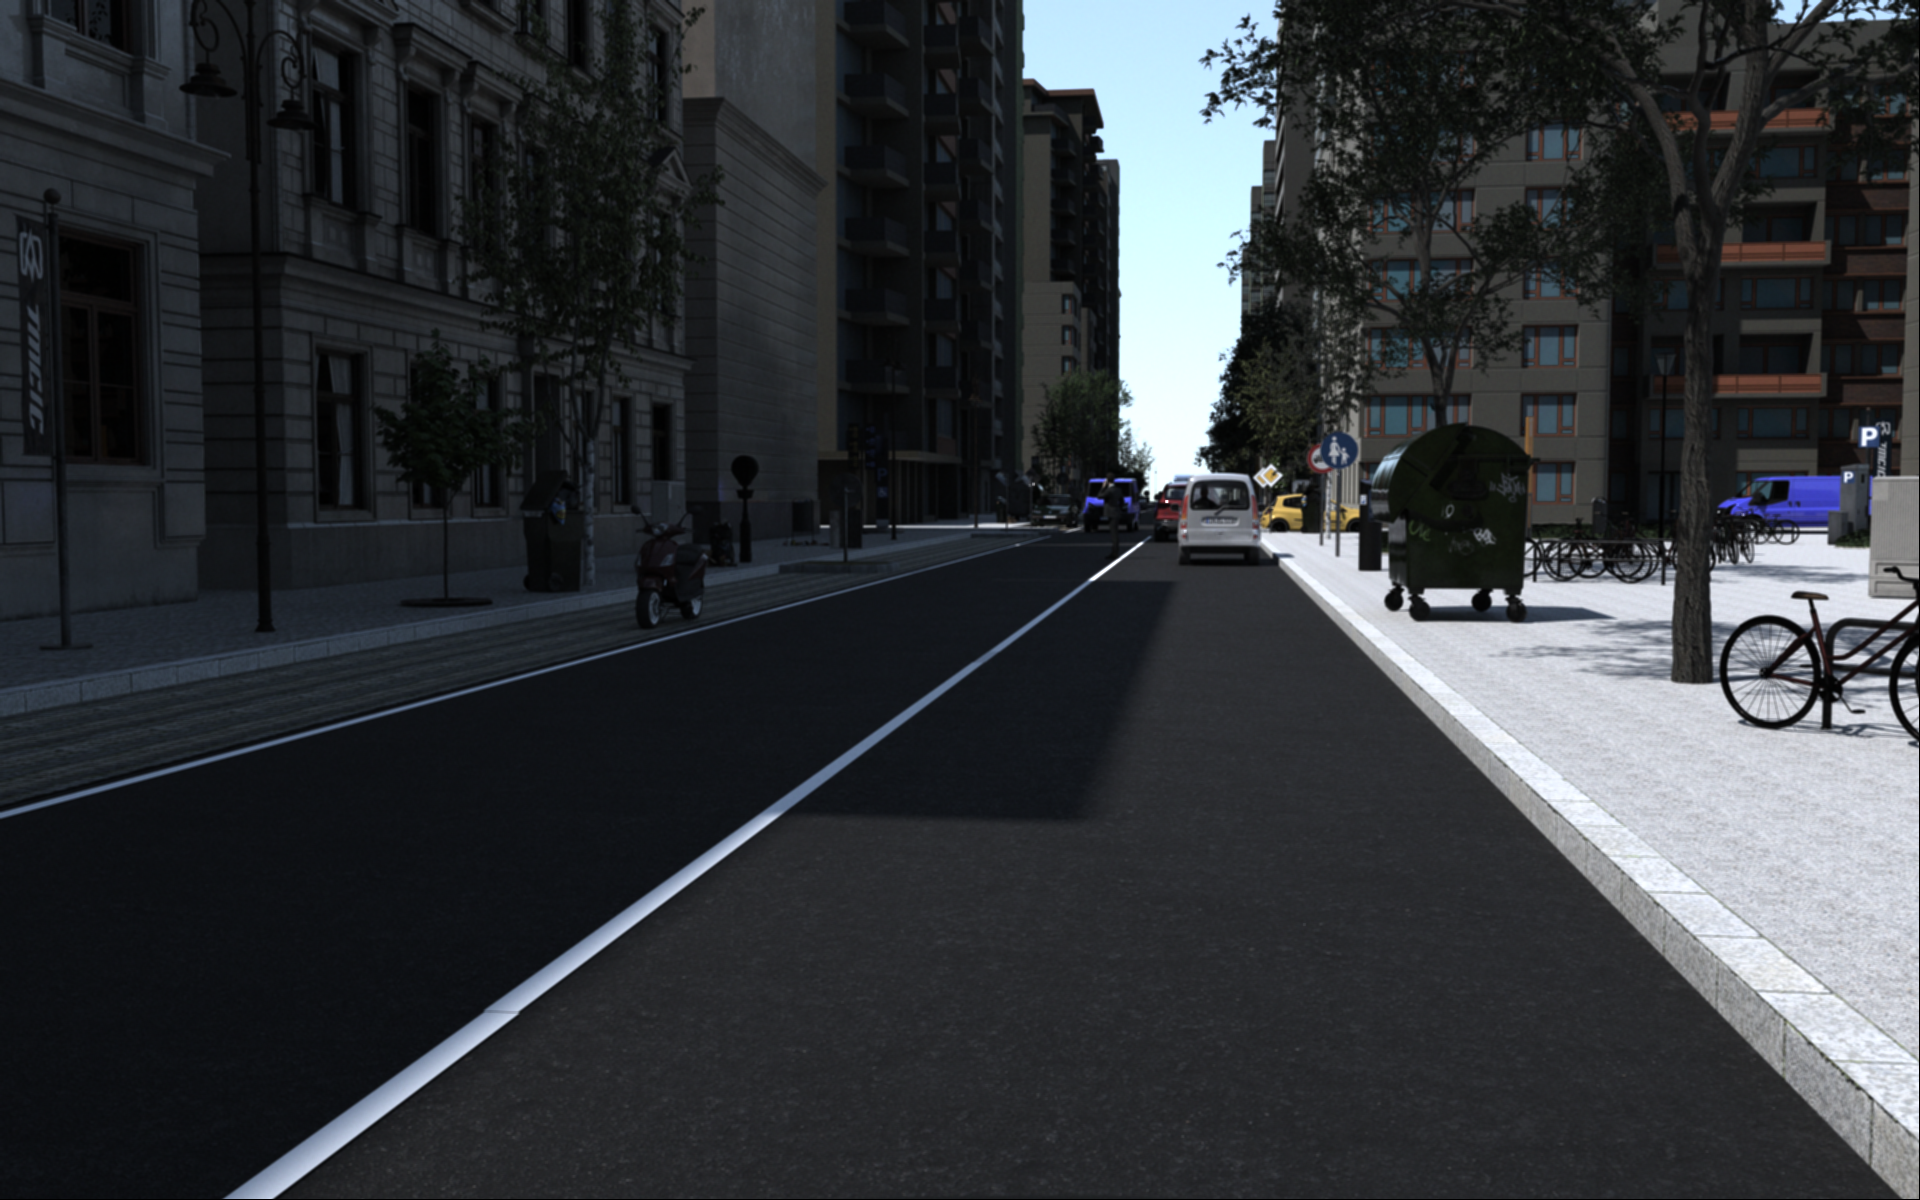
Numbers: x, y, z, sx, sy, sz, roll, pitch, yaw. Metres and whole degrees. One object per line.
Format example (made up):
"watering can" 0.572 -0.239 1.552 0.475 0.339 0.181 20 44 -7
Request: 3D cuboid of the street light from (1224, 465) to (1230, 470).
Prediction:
"street light" 35.903 -15.911 232.926 0.468 5.910 1.993 1 4 8

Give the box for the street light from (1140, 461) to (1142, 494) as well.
"street light" 23.411 -15.382 224.287 0.468 5.910 1.993 1 4 8

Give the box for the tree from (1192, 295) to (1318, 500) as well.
"tree" 18.079 -11.114 98.726 9.611 12.733 9.660 0 3 0

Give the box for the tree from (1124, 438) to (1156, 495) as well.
"tree" 23.743 -16.990 228.155 4.737 8.622 4.395 0 3 0

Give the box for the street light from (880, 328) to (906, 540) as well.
"street light" -1.857 -4.631 48.504 0.468 5.910 1.993 1 4 8

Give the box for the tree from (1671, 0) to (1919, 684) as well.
"tree" 4.686 -4.707 11.365 7.601 10.594 8.767 -2 4 -29

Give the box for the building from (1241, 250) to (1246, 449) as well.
"building" 53.695 -36.961 287.900 14.154 41.232 14.086 1 4 8

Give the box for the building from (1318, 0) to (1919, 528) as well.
"building" 31.223 -14.113 75.792 28.899 21.520 27.650 1 4 8

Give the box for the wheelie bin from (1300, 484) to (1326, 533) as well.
"wheelie bin" 11.588 -2.984 56.692 0.693 1.594 0.980 3 5 43

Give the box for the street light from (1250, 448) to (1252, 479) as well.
"street light" 17.745 -8.133 105.756 0.468 5.910 1.993 1 4 8

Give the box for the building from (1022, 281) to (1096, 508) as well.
"building" -2.424 -19.095 157.237 27.650 21.520 28.899 1 4 8

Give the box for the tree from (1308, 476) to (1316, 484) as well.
"tree" 20.936 -6.783 105.504 1.663 3.219 1.824 0 3 0

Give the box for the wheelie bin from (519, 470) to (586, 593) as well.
"wheelie bin" -5.360 -0.914 22.846 0.693 1.594 0.980 -3 5 -44

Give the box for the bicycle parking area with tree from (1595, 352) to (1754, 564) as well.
"bicycle parking area with tree" 16.786 -2.898 34.389 8.231 4.147 9.016 2 4 33

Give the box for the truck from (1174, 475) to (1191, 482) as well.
"truck" 31.438 -15.552 244.031 2.967 4.110 18.799 0 4 8

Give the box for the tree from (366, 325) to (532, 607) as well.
"tree" -6.089 -1.557 20.059 1.663 3.219 1.824 0 3 0

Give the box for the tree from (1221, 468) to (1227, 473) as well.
"tree" 40.219 -18.856 258.650 4.360 8.622 3.978 0 3 0

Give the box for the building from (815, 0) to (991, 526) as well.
"building" -10.219 -26.221 83.344 22.147 44.769 28.867 1 4 8

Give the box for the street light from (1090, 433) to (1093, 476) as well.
"street light" 9.835 -9.577 129.378 0.468 5.910 1.993 1 4 8

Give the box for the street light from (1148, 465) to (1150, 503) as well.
"street light" 28.027 -17.352 256.487 0.468 5.910 1.993 1 4 8

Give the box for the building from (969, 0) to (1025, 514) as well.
"building" -3.529 -26.245 112.702 14.154 41.232 14.086 1 4 8

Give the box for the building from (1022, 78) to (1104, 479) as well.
"building" 3.877 -32.479 185.656 22.147 44.769 28.867 1 4 8

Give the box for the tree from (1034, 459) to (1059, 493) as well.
"tree" 4.271 -6.051 93.540 1.663 3.219 1.824 0 3 0

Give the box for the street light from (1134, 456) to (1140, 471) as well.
"street light" 20.806 -14.250 205.777 0.468 5.910 1.993 1 4 8

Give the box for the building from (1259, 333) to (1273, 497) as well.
"building" 45.226 -20.515 180.464 27.650 21.520 28.899 1 4 8

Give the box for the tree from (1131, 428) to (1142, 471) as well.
"tree" 16.776 -13.918 177.927 4.360 8.622 3.978 0 3 0

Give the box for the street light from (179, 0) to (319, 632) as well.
"street light" -6.482 -2.642 15.983 0.468 5.910 1.993 1 4 8

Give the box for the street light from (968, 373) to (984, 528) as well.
"street light" 0.616 -5.701 66.004 0.468 5.910 1.993 1 4 8

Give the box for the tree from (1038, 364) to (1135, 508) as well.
"tree" 10.022 -12.949 137.472 9.928 11.665 9.643 0 3 0

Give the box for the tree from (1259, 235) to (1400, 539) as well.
"tree" 10.520 -6.056 49.375 4.360 8.622 3.978 0 3 0

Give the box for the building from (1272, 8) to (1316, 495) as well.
"building" 39.199 -32.450 154.259 21.300 48.544 21.600 1 4 8

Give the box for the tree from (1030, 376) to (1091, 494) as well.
"tree" 6.147 -9.682 108.666 4.737 8.622 4.395 0 3 0

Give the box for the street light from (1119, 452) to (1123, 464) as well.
"street light" 16.243 -12.312 174.083 0.468 5.910 1.993 1 4 8

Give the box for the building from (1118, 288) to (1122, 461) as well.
"building" 13.900 -36.490 288.490 32.217 40.220 23.993 1 4 8

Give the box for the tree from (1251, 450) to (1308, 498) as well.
"tree" 13.932 -4.995 76.273 1.663 3.219 1.824 0 3 0

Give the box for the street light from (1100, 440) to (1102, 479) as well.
"street light" 11.572 -10.374 142.405 0.468 5.910 1.993 1 4 8

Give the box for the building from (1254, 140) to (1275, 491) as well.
"building" 42.140 -31.705 201.974 14.154 41.232 14.086 1 4 8

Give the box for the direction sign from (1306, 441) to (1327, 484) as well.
"direction sign" 15.205 -5.009 73.894 0.876 3.537 0.379 0 4 2

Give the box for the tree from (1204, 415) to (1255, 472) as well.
"tree" 34.945 -18.089 221.516 9.928 11.665 9.643 0 3 0

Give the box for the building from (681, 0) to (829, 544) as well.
"building" -17.263 -15.499 50.668 25.104 27.353 12.463 1 4 8

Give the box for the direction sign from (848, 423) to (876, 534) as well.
"direction sign" -3.133 -3.878 55.407 0.876 3.537 0.379 0 4 -8

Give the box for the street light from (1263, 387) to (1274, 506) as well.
"street light" 13.151 -6.194 74.067 0.468 5.910 1.993 1 4 8

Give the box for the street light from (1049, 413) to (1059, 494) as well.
"street light" 5.296 -7.639 97.681 0.468 5.910 1.993 1 4 8

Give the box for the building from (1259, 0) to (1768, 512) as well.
"building" 37.491 -26.206 120.345 32.217 40.220 23.993 1 4 8

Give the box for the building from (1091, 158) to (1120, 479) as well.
"building" 11.560 -31.978 206.426 14.154 41.232 14.086 1 4 8

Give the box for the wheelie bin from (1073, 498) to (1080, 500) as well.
"wheelie bin" 8.481 -7.314 127.492 0.693 1.594 0.980 1 4 8

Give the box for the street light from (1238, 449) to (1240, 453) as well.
"street light" 23.841 -10.779 149.030 0.468 5.910 1.993 1 4 8

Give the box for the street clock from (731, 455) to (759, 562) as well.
"street clock" -4.031 -1.708 32.502 0.471 2.002 0.358 0 4 8

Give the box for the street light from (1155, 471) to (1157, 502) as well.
"street light" 32.567 -19.290 288.184 0.468 5.910 1.993 1 4 8

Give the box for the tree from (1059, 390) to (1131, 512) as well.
"tree" 8.776 -10.402 120.437 4.360 8.622 3.978 0 3 0

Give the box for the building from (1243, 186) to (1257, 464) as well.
"building" 45.600 -33.476 230.921 14.154 41.232 14.086 1 4 8

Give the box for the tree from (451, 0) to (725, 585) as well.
"tree" -5.304 -4.534 24.494 4.737 8.622 4.395 0 3 0

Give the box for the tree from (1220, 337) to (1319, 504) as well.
"tree" 14.826 -8.050 81.975 4.737 8.622 4.395 0 3 0

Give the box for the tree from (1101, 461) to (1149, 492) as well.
"tree" 15.219 -11.232 167.362 4.285 4.588 4.351 0 3 0
